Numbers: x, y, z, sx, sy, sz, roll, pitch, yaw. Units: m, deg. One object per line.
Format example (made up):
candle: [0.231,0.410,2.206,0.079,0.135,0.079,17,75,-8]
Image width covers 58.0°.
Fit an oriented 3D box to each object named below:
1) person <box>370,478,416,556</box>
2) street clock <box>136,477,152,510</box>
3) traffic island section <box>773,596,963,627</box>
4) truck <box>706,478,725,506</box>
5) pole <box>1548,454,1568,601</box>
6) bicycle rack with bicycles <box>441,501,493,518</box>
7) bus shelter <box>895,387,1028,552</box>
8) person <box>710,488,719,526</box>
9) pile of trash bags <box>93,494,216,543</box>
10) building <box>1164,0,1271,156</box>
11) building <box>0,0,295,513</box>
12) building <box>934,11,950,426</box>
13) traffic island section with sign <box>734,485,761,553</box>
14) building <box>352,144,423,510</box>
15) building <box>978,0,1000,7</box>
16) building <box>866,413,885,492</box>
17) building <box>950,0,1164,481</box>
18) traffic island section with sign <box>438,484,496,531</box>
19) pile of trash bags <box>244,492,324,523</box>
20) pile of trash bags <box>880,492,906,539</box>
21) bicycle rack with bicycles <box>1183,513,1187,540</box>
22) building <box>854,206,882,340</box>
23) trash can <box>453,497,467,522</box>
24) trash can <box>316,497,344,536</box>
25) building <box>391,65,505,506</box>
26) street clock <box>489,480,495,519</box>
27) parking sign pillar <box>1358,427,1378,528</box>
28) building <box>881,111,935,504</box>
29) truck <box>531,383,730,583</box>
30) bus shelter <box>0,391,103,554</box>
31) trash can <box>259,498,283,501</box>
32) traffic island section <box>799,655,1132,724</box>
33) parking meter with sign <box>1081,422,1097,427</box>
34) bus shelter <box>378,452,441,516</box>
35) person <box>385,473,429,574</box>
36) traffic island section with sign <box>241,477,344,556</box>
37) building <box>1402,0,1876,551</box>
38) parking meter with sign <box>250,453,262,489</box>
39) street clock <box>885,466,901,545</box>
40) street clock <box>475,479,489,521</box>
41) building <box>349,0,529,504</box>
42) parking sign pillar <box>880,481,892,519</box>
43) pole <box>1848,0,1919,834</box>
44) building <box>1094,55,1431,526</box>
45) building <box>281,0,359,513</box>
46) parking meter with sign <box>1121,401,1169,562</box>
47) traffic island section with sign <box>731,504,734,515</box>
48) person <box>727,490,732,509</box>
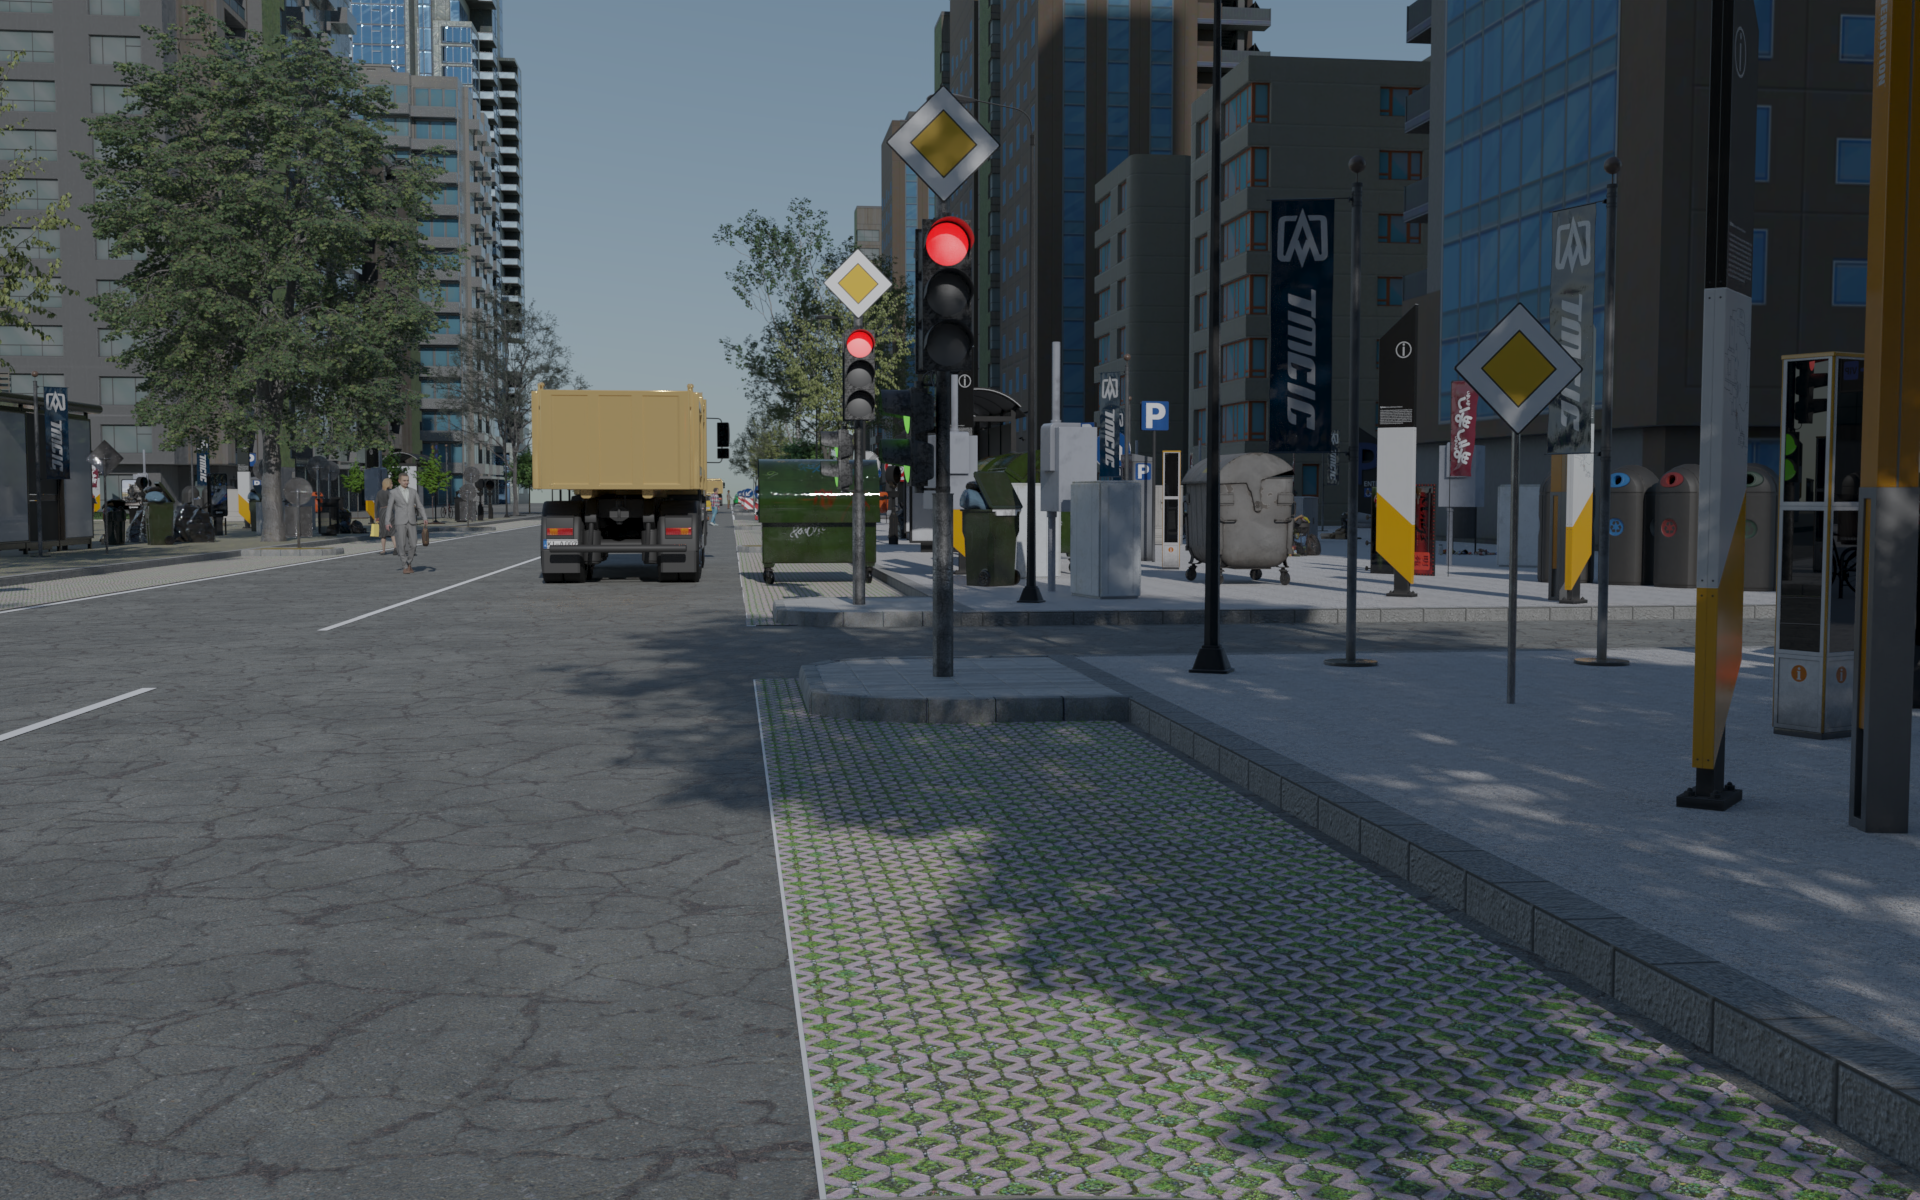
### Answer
person: [-13.238,-1.935,40.359,0.699,1.804,1.509,-2,4,-33]
street clock: [-33.975,-4.123,71.978,0.358,2.002,0.471,1,4,17]
traffic island section: [-1.151,0.132,20.121,2.009,0.180,2.903,0,4,-8]
truck: [-30.601,-13.298,213.353,3.469,3.379,9.791,-1,4,-9]
pole: [7.209,-1.648,20.793,0.158,3.312,0.155,0,3,0]
bicycle rack with bicycles: [-25.924,-4.778,91.505,2.852,0.926,2.925,-2,4,-32]
bus shelter: [-0.005,-2.549,35.593,2.014,3.302,5.546,0,4,-8]
person: [-11.179,-4.248,78.792,0.643,1.720,0.563,-3,5,-39]
pile of trash bags: [-21.605,-2.206,45.814,3.447,1.369,1.912,-2,4,-29]
building: [10.446,-28.060,108.894,14.600,45.320,14.200,0,4,-8]
building: [-46.634,-25.279,96.901,14.154,41.232,14.086,0,4,-8]
building: [4.532,-28.635,151.777,14.154,41.232,14.086,0,4,-8]
traffic island section with sign: [-4.506,-2.089,42.778,1.989,1.847,2.006,0,4,-8]
building: [-52.677,-22.638,141.834,14.160,30.474,14.107,0,4,-8]
building: [8.088,-26.890,123.250,14.154,41.232,14.086,0,4,-8]
building: [1.453,-23.442,228.308,27.650,21.520,28.899,0,4,-8]
building: [6.944,-29.792,137.213,14.600,45.320,14.200,0,4,-8]
traffic island section with sign: [-19.134,-3.591,67.337,1.989,1.847,2.006,0,4,-8]
pile of trash bags: [-30.408,-4.189,78.246,1.912,1.369,3.447,3,5,42]
pile of trash bags: [-0.279,-2.476,50.241,3.447,1.369,1.912,-2,4,-31]
bicycle rack with bicycles: [5.760,-2.102,47.748,2.852,0.926,2.925,-1,4,-22]
building: [-8.195,-34.524,248.067,14.154,41.232,14.086,0,4,-8]
trash can: [-22.702,-4.111,78.861,0.748,1.137,0.748,0,3,0]
trash can: [-19.357,-2.535,53.099,0.748,1.137,0.748,0,3,0]
building: [-65.568,-35.517,200.313,23.786,49.044,30.456,0,4,-8]
street clock: [-24.221,-5.181,89.275,0.471,2.002,0.358,-2,4,-26]
parking sign pillar: [15.473,-4.707,65.434,1.447,3.967,1.447,1,4,18]
building: [-1.731,-33.878,204.012,14.600,45.320,14.200,0,4,-8]
truck: [-5.939,-2.179,31.548,3.469,3.379,9.791,0,4,-7]
bus shelter: [-20.551,-3.576,36.098,2.179,5.291,8.768,0,4,-8]
trash can: [-22.741,-2.787,57.222,0.748,1.137,0.748,0,3,0]
traffic island section: [-0.097,0.616,12.205,2.009,0.180,2.903,0,4,-8]
parking meter with sign: [2.460,-2.785,41.803,1.738,3.016,0.543,-3,4,-36]
bus shelter: [-27.300,-5.639,86.118,2.014,3.302,5.546,0,4,-7]
person: [-9.942,-1.377,31.137,0.709,1.813,0.853,-3,4,-38]
traffic island section with sign: [-15.583,-1.956,40.601,1.989,1.847,2.006,0,4,-8]
building: [20.432,-23.976,42.114,14.200,45.320,14.600,0,4,-8]
parking meter with sign: [-29.991,-4.731,73.620,0.543,3.016,1.738,-3,4,-36]
street clock: [-1.692,-2.411,43.991,0.358,2.002,0.471,2,4,25]
street clock: [-23.044,-4.807,83.166,0.358,2.002,0.471,2,4,30]
building: [-68.789,-56.086,229.682,22.319,86.520,31.000,0,4,-8]
parking sign pillar: [-3.505,-6.148,88.990,1.447,3.967,1.447,0,4,5]
pole: [3.512,-0.776,6.526,0.158,3.312,0.155,0,3,0]
building: [23.150,-14.656,84.660,27.650,21.520,28.899,0,4,-8]
building: [-54.138,-30.488,118.092,23.786,49.044,30.456,0,4,-8]
parking meter with sign: [3.423,-2.269,33.353,0.543,3.016,1.738,-1,4,-16]
traffic island section with sign: [-8.058,-3.723,69.499,1.989,1.847,2.006,0,4,-8]
person: [-21.878,-9.513,164.044,0.705,1.824,1.348,1,4,11]
